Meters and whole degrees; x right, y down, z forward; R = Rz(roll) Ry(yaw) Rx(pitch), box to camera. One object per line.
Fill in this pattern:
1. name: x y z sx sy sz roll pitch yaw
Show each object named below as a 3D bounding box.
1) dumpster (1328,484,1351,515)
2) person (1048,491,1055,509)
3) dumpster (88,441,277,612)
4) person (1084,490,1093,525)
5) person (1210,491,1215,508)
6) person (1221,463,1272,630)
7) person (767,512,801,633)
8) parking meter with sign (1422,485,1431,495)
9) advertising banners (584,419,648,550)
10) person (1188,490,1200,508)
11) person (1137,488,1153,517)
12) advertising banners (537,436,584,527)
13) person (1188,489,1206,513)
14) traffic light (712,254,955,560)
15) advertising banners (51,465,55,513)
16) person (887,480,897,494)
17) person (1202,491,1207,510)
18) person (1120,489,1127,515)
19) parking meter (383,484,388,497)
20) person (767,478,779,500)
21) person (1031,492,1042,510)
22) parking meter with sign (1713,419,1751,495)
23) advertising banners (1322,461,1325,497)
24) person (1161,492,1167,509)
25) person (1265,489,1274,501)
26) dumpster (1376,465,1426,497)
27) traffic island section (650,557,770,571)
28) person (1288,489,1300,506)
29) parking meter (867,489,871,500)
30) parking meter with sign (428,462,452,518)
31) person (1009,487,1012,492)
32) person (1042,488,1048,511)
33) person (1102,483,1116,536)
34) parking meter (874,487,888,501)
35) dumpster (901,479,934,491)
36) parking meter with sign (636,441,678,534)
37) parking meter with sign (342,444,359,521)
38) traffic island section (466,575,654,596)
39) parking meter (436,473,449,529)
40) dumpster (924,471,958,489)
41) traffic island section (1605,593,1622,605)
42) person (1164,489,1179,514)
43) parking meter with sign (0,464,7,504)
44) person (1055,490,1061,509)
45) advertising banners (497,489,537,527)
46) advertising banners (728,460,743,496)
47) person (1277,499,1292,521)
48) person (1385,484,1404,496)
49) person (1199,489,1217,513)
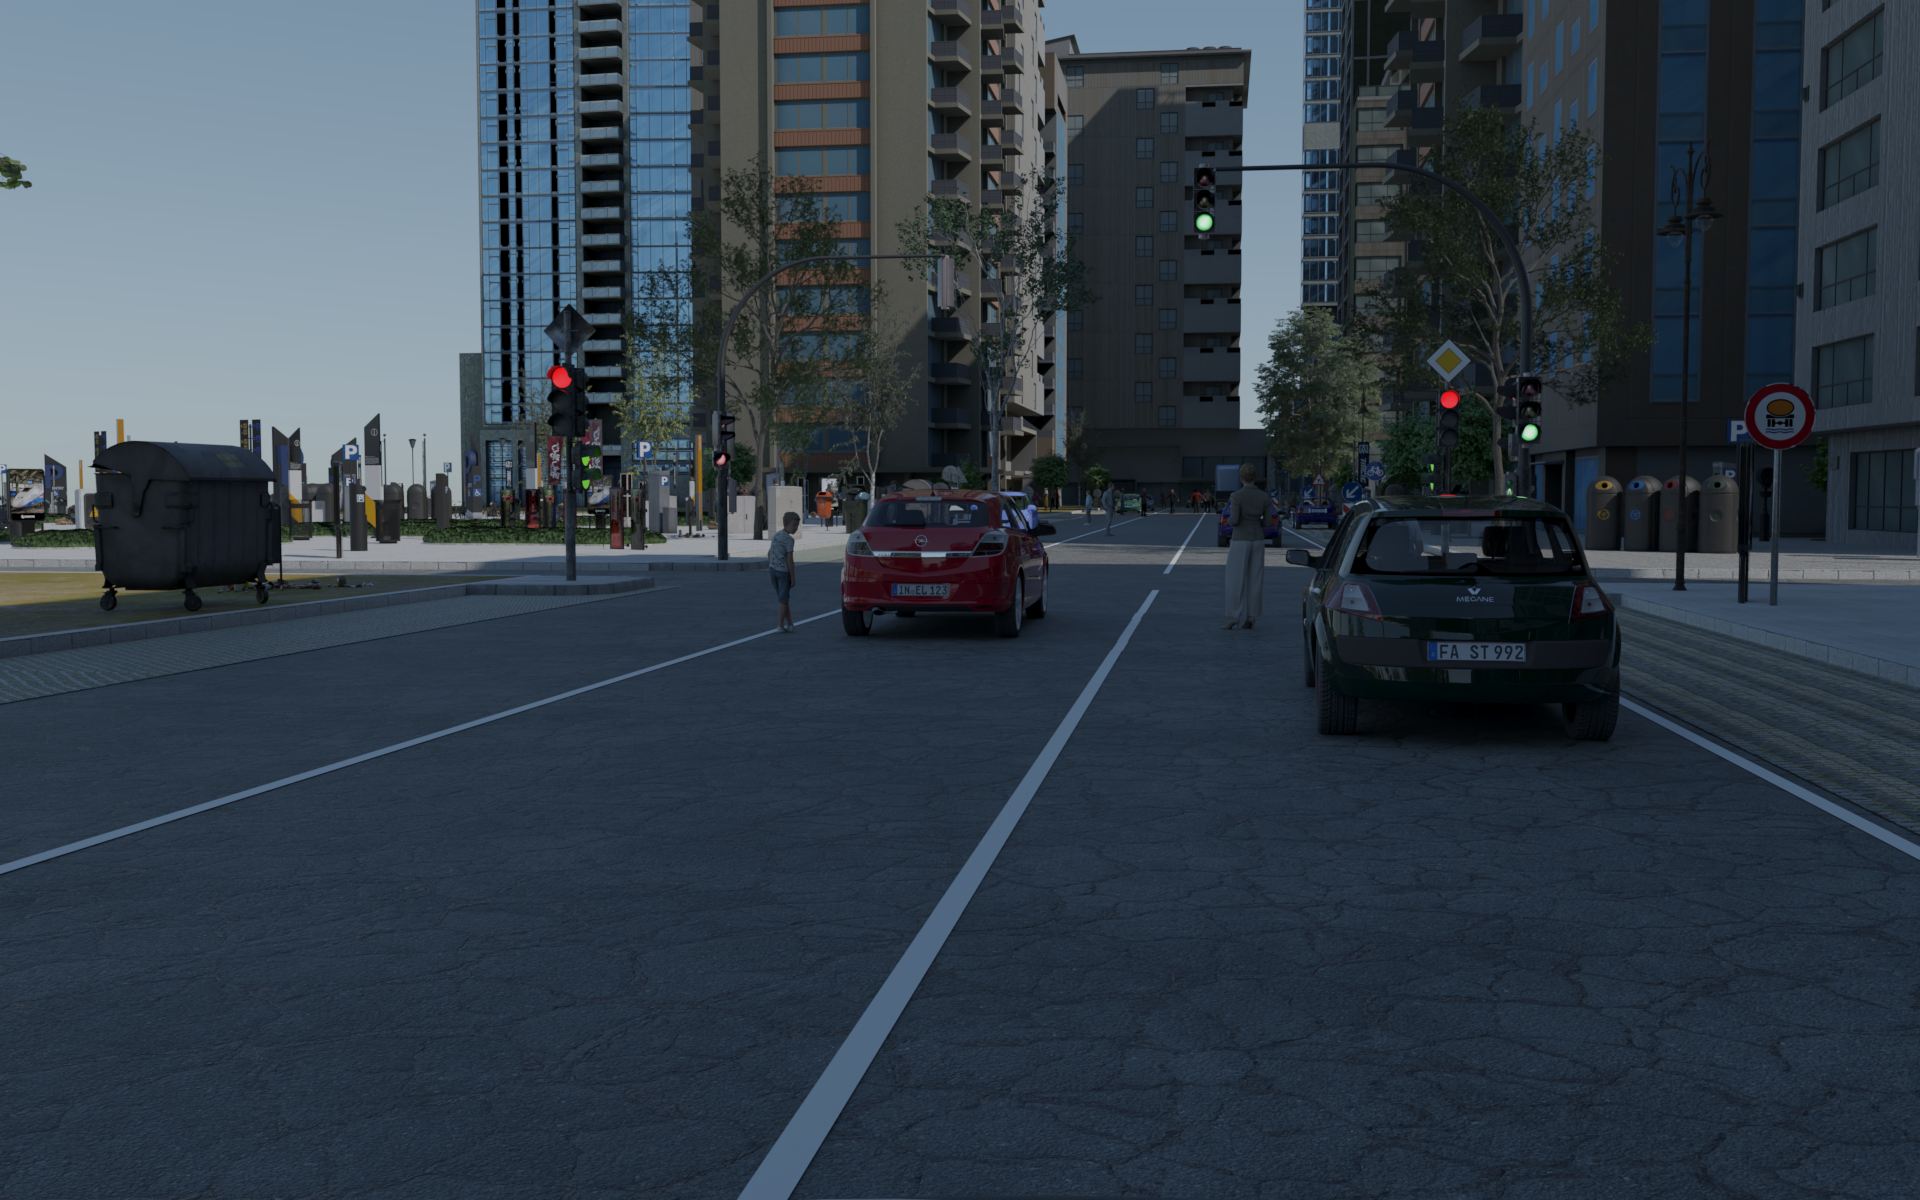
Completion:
1. dumpster: 19.307 -5.007 87.625 1.264 1.857 1.865 1 4 8
2. person: 7.976 -8.774 149.502 1.348 1.823 0.705 3 5 41
3. dumpster: -8.773 -0.847 19.609 1.264 1.857 1.865 1 4 8
4. person: 5.949 -4.270 80.128 0.330 1.601 0.589 2 4 33
5. person: 26.256 -10.399 179.235 0.721 1.735 1.217 -3 5 -40
6. person: 3.039 -0.572 18.408 0.519 1.759 0.362 -1 4 -18
7. person: -1.821 -0.290 17.930 0.352 1.250 0.332 0 4 -3
8. parking meter with sign: 17.765 -4.278 66.212 1.738 3.016 0.543 -3 4 -36
9. advertising banners: -7.950 -2.688 40.142 2.074 3.025 0.090 3 5 40
10. person: 23.421 -10.107 173.378 1.348 1.869 0.705 2 4 32
11. person: 11.642 -6.167 109.474 1.348 1.807 0.705 -3 5 -40
12. advertising banners: -10.965 -3.203 48.555 0.090 3.025 2.074 2 4 35
13. person: 17.484 -7.307 127.930 1.348 1.831 0.705 1 4 9
14. traffic light: -2.499 -3.581 33.212 4.771 5.953 1.251 1 4 8
15. advertising banners: -55.704 -6.739 106.367 0.090 3.025 2.074 -2 4 -33
16. person: -2.771 -3.987 71.040 0.447 1.846 0.655 -2 4 -27
17. person: 21.864 -8.899 154.780 0.721 1.735 1.217 2 4 27
18. person: 11.239 -6.787 119.558 0.705 1.814 1.350 1 4 21
19. parking meter: -33.855 -5.910 102.336 0.399 1.863 0.255 3 5 39
20. person: -5.882 -3.043 55.977 0.721 1.800 0.419 0 4 -2
21. person: 6.154 -7.984 139.810 0.991 1.433 0.599 2 4 30
22. parking meter with sign: 18.272 -2.754 41.284 0.543 3.016 1.738 0 4 8
23. advertising banners: 19.616 -5.947 93.425 0.090 3.025 2.074 1 4 15
24. person: 19.111 -9.321 162.367 0.593 1.643 0.415 -1 4 -23
25. person: 22.863 -7.366 129.013 1.350 1.814 0.705 -3 4 -37
26. dumpster: 15.066 -3.468 59.195 1.502 2.255 1.985 1 4 8
27. traffic island section: -4.619 -0.694 33.624 2.009 0.180 2.903 1 4 8
28. person: 34.321 -10.505 177.800 1.348 1.824 0.705 0 4 3
29. parking meter: -4.437 -4.766 86.333 0.372 1.533 0.369 0 3 0
30. parking meter with sign: -28.668 -6.032 94.882 0.543 3.016 1.738 2 4 30
31. person: 3.372 -6.500 113.027 0.721 1.736 1.217 -2 4 -34
32. person: 6.452 -7.647 131.800 0.721 1.736 1.217 -1 4 -12
33. person: 5.101 -3.095 59.199 0.391 1.810 0.635 1 4 23
34. parking meter: -2.609 -3.037 58.061 0.372 1.533 0.369 0 3 0
35. dumpster: -1.622 -3.854 68.776 1.264 1.857 1.865 1 4 8
36. parking meter with sign: -9.852 -3.690 56.584 0.543 3.016 1.738 -3 5 -43
37. parking meter with sign: -21.695 -3.993 61.541 0.543 3.016 1.738 -2 4 -24
38. traffic island section: -5.793 -0.211 25.726 2.009 0.180 2.903 1 4 8
39. parking meter: -14.528 -2.625 48.632 0.255 1.863 0.399 0 4 3
40. dumpster: -0.908 -4.282 72.497 1.502 2.255 1.985 1 4 9
41. traffic island section: 7.700 -0.088 23.722 2.009 0.180 2.903 1 4 8
42. person: 15.447 -7.189 126.067 0.705 1.821 1.348 -3 5 -44
43. parking meter with sign: -55.370 -6.398 100.875 1.738 3.016 0.543 3 4 36
44. person: 8.326 -8.686 147.990 0.705 1.831 1.348 -1 4 -12
45. advertising banners: -12.821 -3.402 51.810 2.074 3.025 0.090 -2 4 -31
46. advertising banners: -10.950 -5.395 84.390 0.090 3.025 2.074 1 4 13
47. person: 17.165 -4.729 91.312 0.738 1.151 1.012 -1 4 -10
48. person: 3.507 -0.187 14.148 0.523 1.515 0.503 3 5 42
49. person: 18.574 -7.420 129.826 1.348 1.823 0.705 0 4 -3
